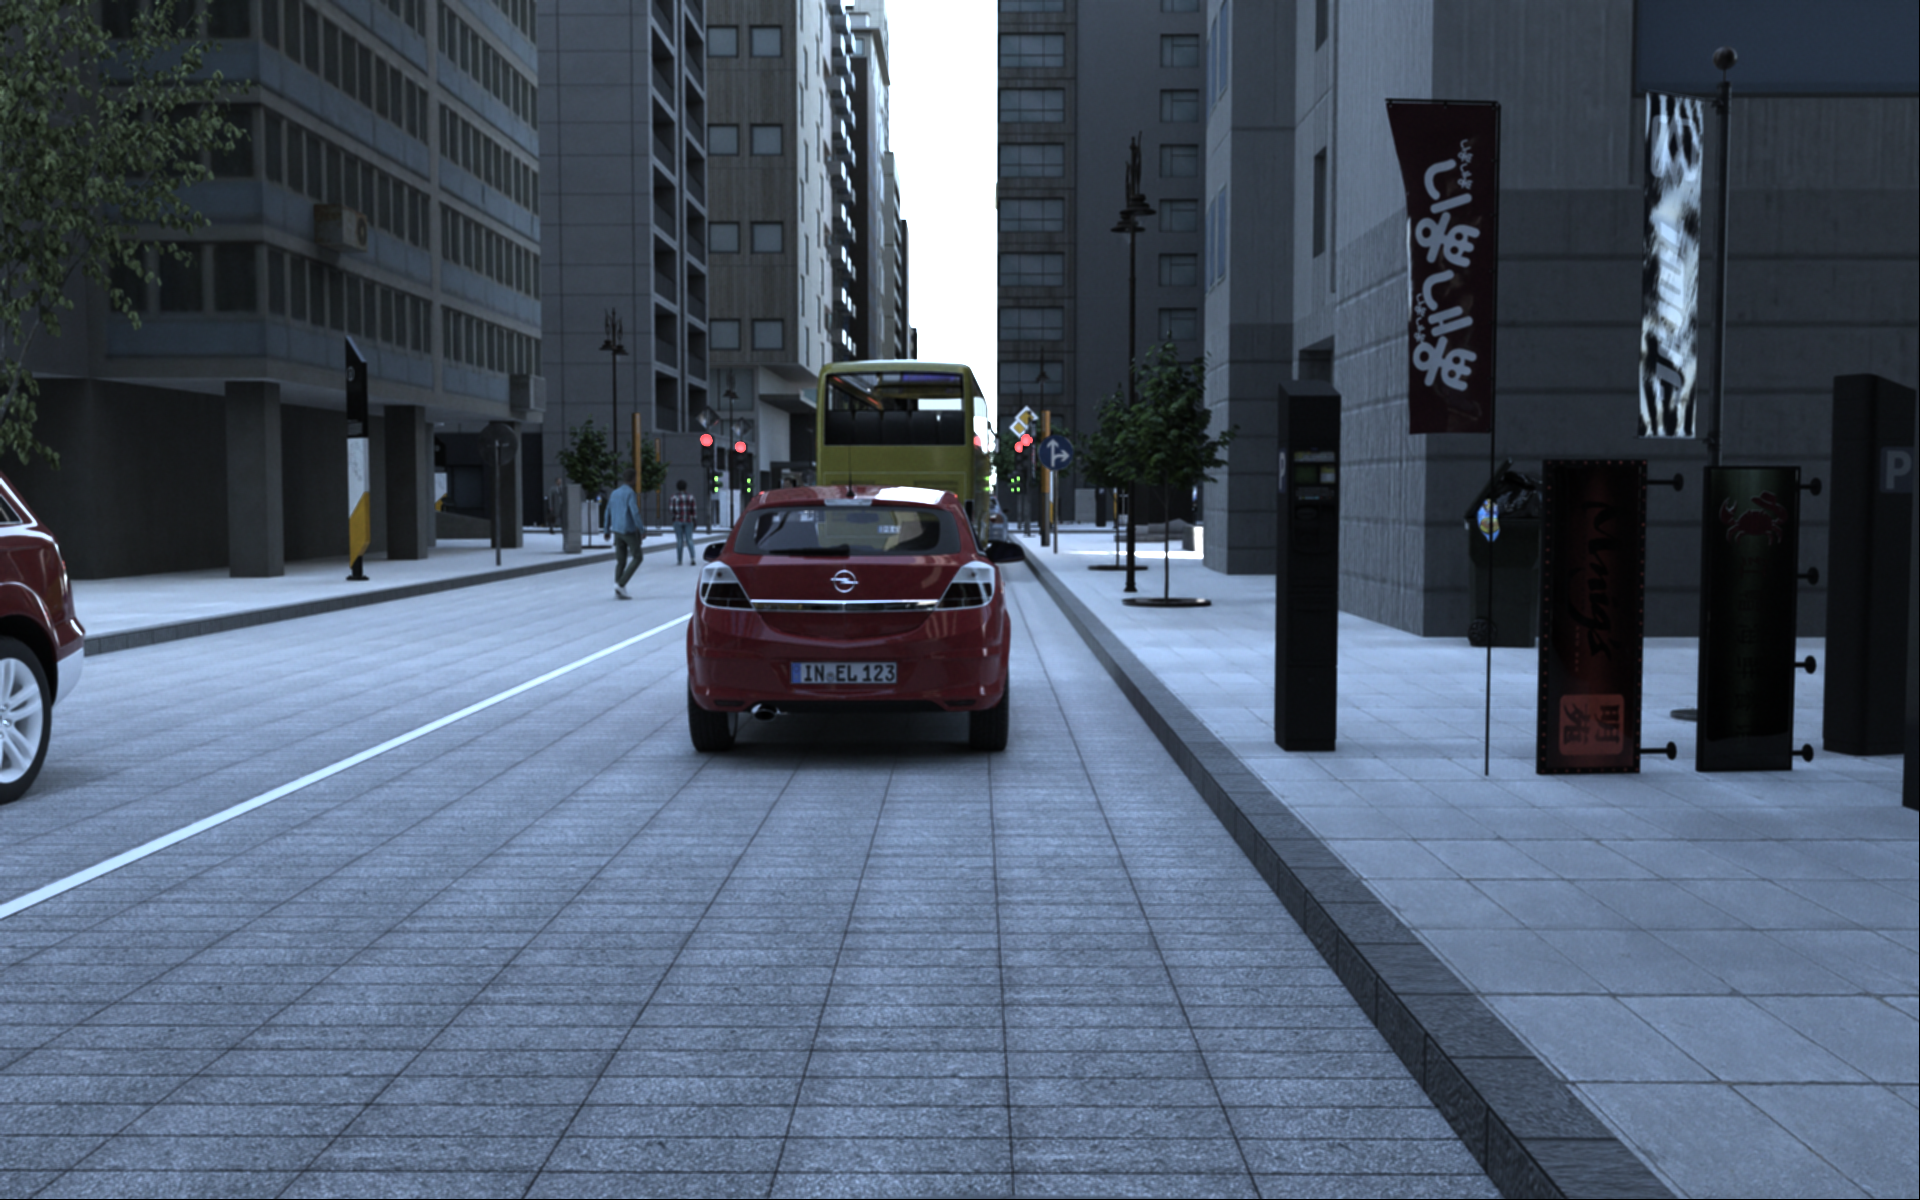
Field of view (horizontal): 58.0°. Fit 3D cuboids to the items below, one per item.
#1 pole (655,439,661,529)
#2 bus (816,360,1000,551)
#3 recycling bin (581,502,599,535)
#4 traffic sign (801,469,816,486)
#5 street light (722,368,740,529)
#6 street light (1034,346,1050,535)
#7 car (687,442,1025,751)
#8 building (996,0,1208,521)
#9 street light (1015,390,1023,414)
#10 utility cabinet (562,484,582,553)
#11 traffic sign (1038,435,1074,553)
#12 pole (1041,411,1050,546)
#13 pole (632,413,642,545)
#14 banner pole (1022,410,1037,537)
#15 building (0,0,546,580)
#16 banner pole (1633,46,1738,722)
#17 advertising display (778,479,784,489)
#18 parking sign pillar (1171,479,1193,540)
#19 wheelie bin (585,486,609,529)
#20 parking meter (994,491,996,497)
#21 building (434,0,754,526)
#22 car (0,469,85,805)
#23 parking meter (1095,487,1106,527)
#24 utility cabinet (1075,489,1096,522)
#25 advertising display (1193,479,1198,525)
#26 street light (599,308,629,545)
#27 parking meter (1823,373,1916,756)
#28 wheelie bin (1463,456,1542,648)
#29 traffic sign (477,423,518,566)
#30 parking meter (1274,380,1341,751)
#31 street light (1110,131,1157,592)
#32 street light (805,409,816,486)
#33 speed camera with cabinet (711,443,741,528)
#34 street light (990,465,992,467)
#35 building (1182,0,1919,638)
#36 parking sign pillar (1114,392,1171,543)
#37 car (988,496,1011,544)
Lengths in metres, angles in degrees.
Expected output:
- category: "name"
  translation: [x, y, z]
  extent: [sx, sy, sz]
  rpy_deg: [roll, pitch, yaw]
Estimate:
- category: "pole"
  translation: [-11.124, -4.279, 63.803]
  extent: [0.158, 3.312, 0.155]
  rpy_deg: [0, 3, 0]
- category: "bus"
  translation: [-0.782, -2.567, 33.521]
  extent: [2.896, 3.916, 12.252]
  rpy_deg: [0, 4, 2]
- category: "recycling bin"
  translation: [-11.809, -2.587, 54.859]
  extent: [0.722, 1.027, 0.722]
  rpy_deg: [-1, 4, -12]
- category: "traffic sign"
  translation: [-7.823, -5.458, 89.346]
  extent: [0.768, 2.556, 0.104]
  rpy_deg: [0, 4, 2]
- category: "street light"
  translation: [-8.372, -5.544, 63.433]
  extent: [0.468, 5.910, 1.993]
  rpy_deg: [0, 4, 0]
- category: "street light"
  translation: [2.549, -4.966, 53.978]
  extent: [0.468, 5.910, 1.993]
  rpy_deg: [0, 4, 0]
- category: "car"
  translation: [-0.634, -0.129, 11.144]
  extent: [2.155, 1.783, 4.494]
  rpy_deg: [0, 4, -1]
- category: "building"
  translation: [8.827, -24.691, 87.285]
  extent: [14.154, 41.232, 14.086]
  rpy_deg: [0, 4, 0]
- category: "street light"
  translation: [2.658, -6.288, 75.603]
  extent: [0.468, 5.910, 1.993]
  rpy_deg: [0, 4, 0]
- category: "utility cabinet"
  translation: [-8.478, -1.780, 37.785]
  extent: [0.318, 1.500, 1.173]
  rpy_deg: [-1, 4, -18]
- category: "traffic sign"
  translation: [2.067, -2.278, 37.350]
  extent: [0.768, 2.556, 0.104]
  rpy_deg: [0, 4, 7]
- category: "pole"
  translation: [2.097, -2.970, 42.406]
  extent: [0.158, 3.312, 0.155]
  rpy_deg: [0, 3, 0]
- category: "pole"
  translation: [-8.147, -3.047, 43.665]
  extent: [0.158, 3.312, 0.155]
  rpy_deg: [0, 3, 0]
- category: "banner pole"
  translation: [2.143, -3.769, 51.641]
  extent: [0.401, 3.779, 0.863]
  rpy_deg: [-1, 4, -17]
- category: "building"
  translation: [-21.737, -20.968, 34.712]
  extent: [23.993, 40.220, 32.217]
  rpy_deg: [0, 4, 0]
- category: "banner pole"
  translation: [4.074, -1.203, 9.687]
  extent: [0.863, 3.779, 0.401]
  rpy_deg: [-2, 4, -28]
- category: "advertising display"
  translation: [-7.657, -4.215, 74.123]
  extent: [0.123, 1.923, 0.974]
  rpy_deg: [0, 4, 0]
- category: "parking sign pillar"
  translation: [5.868, -3.677, 48.590]
  extent: [1.447, 3.967, 1.447]
  rpy_deg: [0, 4, 2]
- category: "wheelie bin"
  translation: [-13.534, -3.469, 64.631]
  extent: [0.693, 1.594, 0.980]
  rpy_deg: [-3, 5, -42]
- category: "parking meter"
  translation: [2.726, -7.344, 128.485]
  extent: [0.372, 1.533, 0.369]
  rpy_deg: [0, 3, 0]
- category: "building"
  translation: [-20.072, -39.057, 76.827]
  extent: [20.563, 71.187, 20.611]
  rpy_deg: [0, 4, 0]
- category: "car"
  translation: [-5.409, 0.133, 6.507]
  extent: [2.281, 1.827, 5.304]
  rpy_deg: [0, 4, 1]
- category: "parking meter"
  translation: [5.487, -3.784, 67.583]
  extent: [0.399, 1.863, 0.255]
  rpy_deg: [0, 4, -6]
- category: "utility cabinet"
  translation: [5.772, -4.246, 78.097]
  extent: [1.173, 1.500, 0.318]
  rpy_deg: [0, 4, -2]
- category: "advertising display"
  translation: [8.653, -3.647, 64.850]
  extent: [0.123, 1.923, 0.974]
  rpy_deg: [2, 4, 30]
- category: "street light"
  translation: [-8.585, -4.301, 43.115]
  extent: [0.468, 5.910, 1.993]
  rpy_deg: [0, 4, 0]
- category: "parking meter"
  translation: [4.537, -0.175, 8.580]
  extent: [0.399, 1.863, 0.255]
  rpy_deg: [-1, 4, -18]
- category: "wheelie bin"
  translation: [4.645, -0.417, 14.727]
  extent: [0.693, 1.594, 0.980]
  rpy_deg: [1, 4, 18]
- category: "traffic sign"
  translation: [-8.278, -1.889, 30.987]
  extent: [0.768, 2.556, 0.104]
  rpy_deg: [1, 4, 10]
- category: "parking meter"
  translation: [1.747, -0.184, 8.722]
  extent: [0.255, 1.863, 0.399]
  rpy_deg: [0, 4, 1]
- category: "street light"
  translation: [2.240, -3.045, 22.568]
  extent: [0.468, 5.910, 1.993]
  rpy_deg: [0, 4, 0]
- category: "street light"
  translation: [-8.138, -7.430, 94.269]
  extent: [0.468, 5.910, 1.993]
  rpy_deg: [0, 4, 0]
- category: "speed camera with cabinet"
  translation: [-9.020, -4.426, 66.704]
  extent: [0.660, 3.252, 2.038]
  rpy_deg: [-2, 4, -26]
- category: "street light"
  translation: [3.926, -16.062, 235.396]
  extent: [0.468, 5.910, 1.993]
  rpy_deg: [0, 4, 0]
- category: "building"
  translation: [14.744, -29.702, 27.619]
  extent: [21.231, 58.520, 28.212]
  rpy_deg: [0, 4, 0]
- category: "parking sign pillar"
  translation: [4.854, -3.545, 46.435]
  extent: [1.447, 3.967, 1.447]
  rpy_deg: [0, 4, 7]
- category: "car"
  translation: [0.320, -2.000, 44.707]
  extent: [2.014, 1.417, 4.499]
  rpy_deg: [0, 4, 0]
